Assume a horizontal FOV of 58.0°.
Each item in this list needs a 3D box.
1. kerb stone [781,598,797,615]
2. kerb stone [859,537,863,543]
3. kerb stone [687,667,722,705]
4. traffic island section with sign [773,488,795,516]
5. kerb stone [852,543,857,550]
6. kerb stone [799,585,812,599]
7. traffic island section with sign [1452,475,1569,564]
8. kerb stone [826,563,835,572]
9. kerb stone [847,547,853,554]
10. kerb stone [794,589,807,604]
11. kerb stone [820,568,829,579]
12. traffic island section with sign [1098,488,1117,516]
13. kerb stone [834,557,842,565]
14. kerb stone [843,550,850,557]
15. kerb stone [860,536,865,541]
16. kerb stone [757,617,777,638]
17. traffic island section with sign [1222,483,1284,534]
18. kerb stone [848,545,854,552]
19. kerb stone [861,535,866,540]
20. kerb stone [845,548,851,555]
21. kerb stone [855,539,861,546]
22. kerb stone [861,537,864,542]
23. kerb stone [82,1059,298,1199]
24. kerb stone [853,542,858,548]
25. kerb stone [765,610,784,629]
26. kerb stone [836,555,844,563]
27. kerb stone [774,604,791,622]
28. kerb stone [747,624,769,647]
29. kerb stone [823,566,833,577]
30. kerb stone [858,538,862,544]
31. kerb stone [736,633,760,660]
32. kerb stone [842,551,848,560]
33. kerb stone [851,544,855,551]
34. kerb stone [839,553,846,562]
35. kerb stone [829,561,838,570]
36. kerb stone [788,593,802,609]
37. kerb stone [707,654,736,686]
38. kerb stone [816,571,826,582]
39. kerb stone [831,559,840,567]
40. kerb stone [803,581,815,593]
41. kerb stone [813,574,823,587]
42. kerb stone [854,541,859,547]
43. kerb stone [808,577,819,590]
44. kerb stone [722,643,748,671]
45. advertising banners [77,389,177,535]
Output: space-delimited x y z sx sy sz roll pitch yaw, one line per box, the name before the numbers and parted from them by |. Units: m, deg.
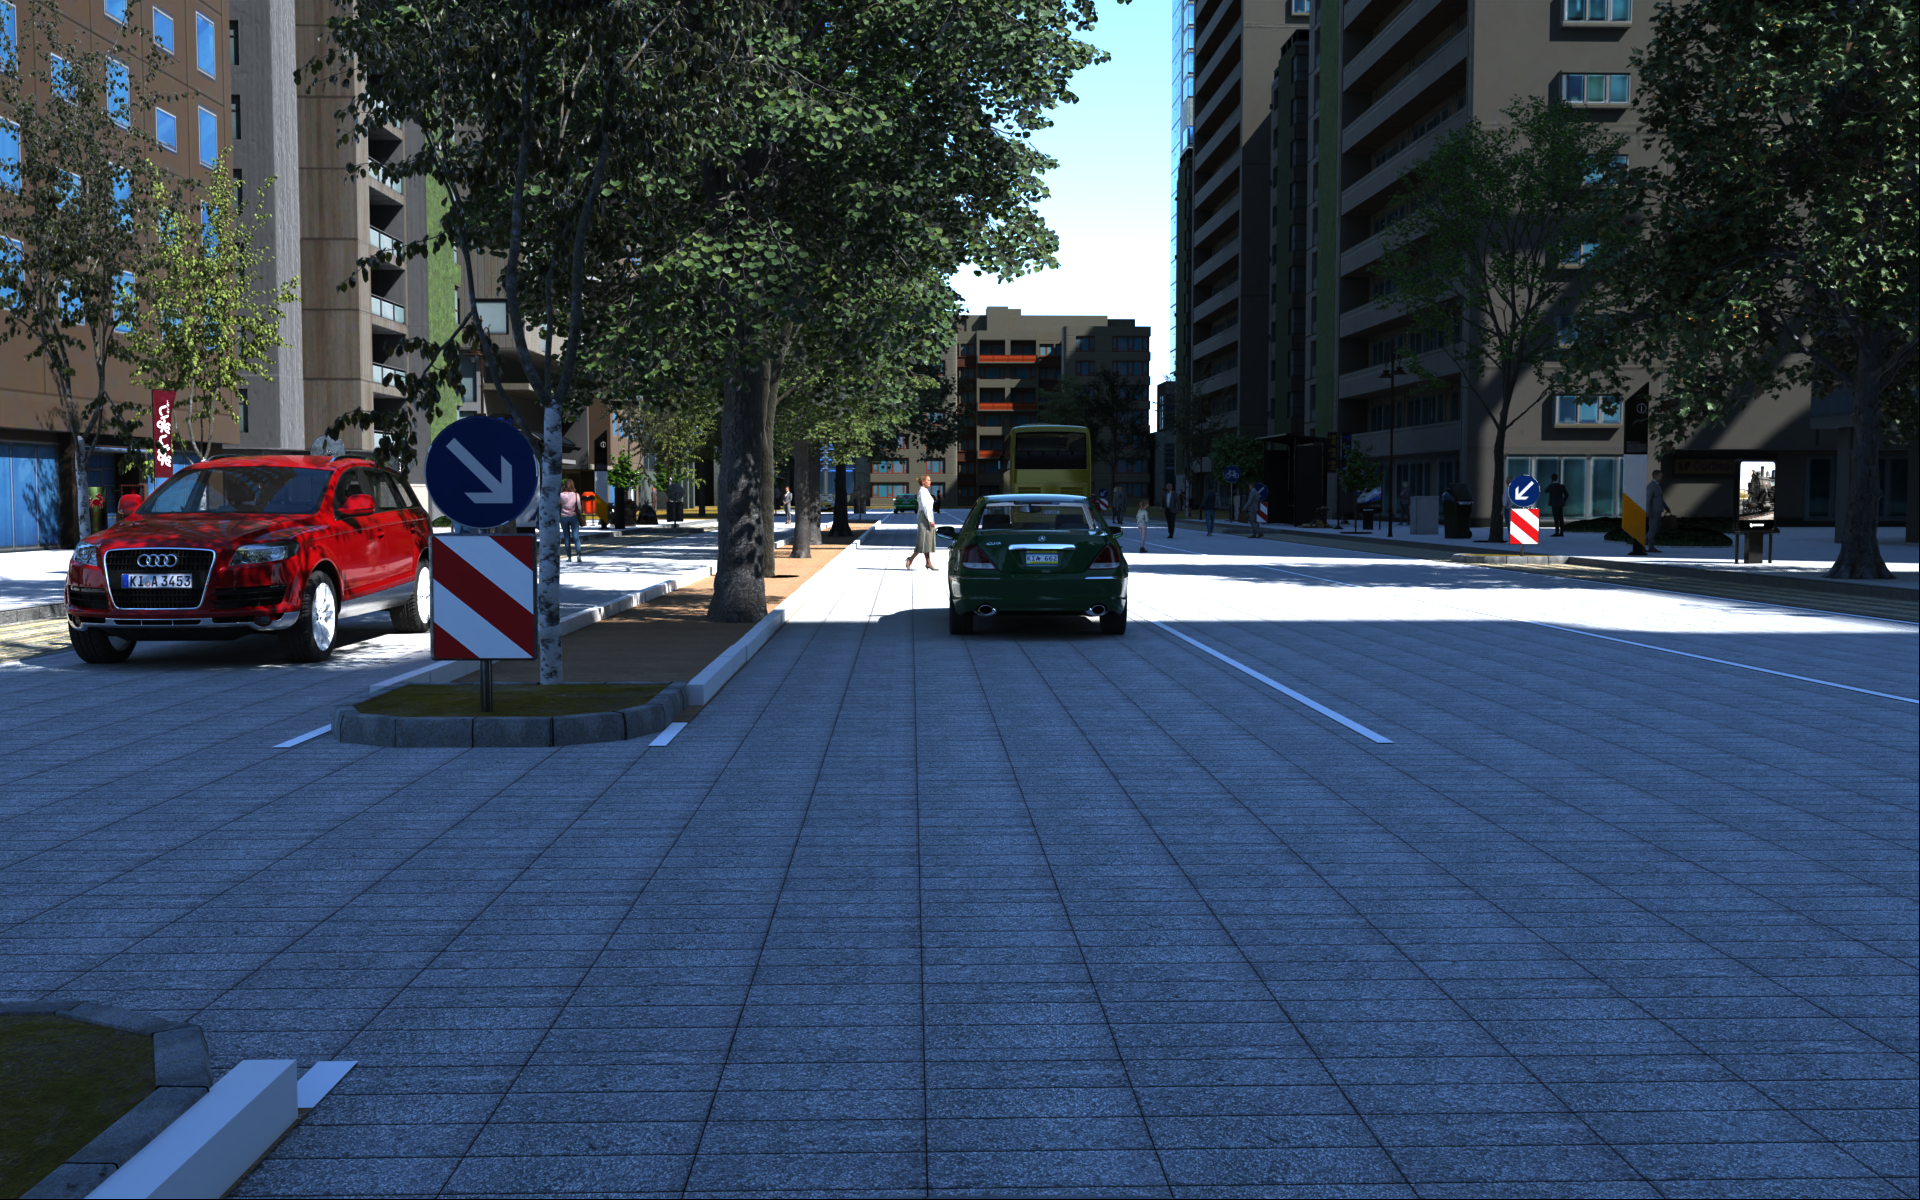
kerb stone | -2.041 0.113 20.344 0.120 0.150 1.000 0 4 -2
kerb stone | -2.841 -1.577 47.975 0.120 0.150 1.000 0 4 -2
kerb stone | -1.800 0.614 12.156 0.120 0.150 1.000 0 4 -2
traffic island section with sign | -11.932 -6.360 112.618 1.989 1.847 2.006 0 4 -2
kerb stone | -2.694 -1.263 42.865 0.120 0.150 1.000 0 4 -2
kerb stone | -2.126 -0.071 23.411 0.120 0.150 1.000 0 4 -2
traffic island section with sign | 11.417 -1.688 36.226 1.989 1.847 2.006 0 4 -2
kerb stone | -2.334 -0.514 30.597 0.120 0.150 1.000 0 4 -2
kerb stone | -2.604 -1.077 39.798 0.120 0.150 1.000 0 4 -2
kerb stone | -2.100 -0.012 22.389 0.120 0.150 1.000 0 4 -2
kerb stone | -2.283 -0.383 28.553 0.120 0.150 1.000 0 4 -2
traffic island section with sign | 9.185 -6.397 113.218 1.989 1.847 2.006 0 4 -2
kerb stone | -2.428 -0.702 33.665 0.120 0.150 1.000 0 4 -2
kerb stone | -2.533 -0.952 37.755 0.120 0.150 1.000 0 4 -2
kerb stone | -2.900 -1.701 50.019 0.120 0.150 1.000 0 4 -2
kerb stone | -1.952 0.301 17.272 0.120 0.150 1.000 0 4 -2
traffic island section with sign | 10.639 -3.336 63.170 1.989 1.847 2.006 0 4 -2
kerb stone | -2.628 -1.139 40.820 0.120 0.150 1.000 0 4 -2
kerb stone | -2.925 -1.764 51.044 0.120 0.150 1.000 0 4 -2
kerb stone | -2.570 -1.014 38.777 0.120 0.150 1.000 0 4 -2
kerb stone | -2.773 -1.451 45.932 0.120 0.150 1.000 0 4 -2
kerb stone | -2.866 -1.637 48.997 0.120 0.150 1.000 0 4 -2
kerb stone | -1.556 1.151 3.447 0.120 0.150 1.000 0 4 -2
kerb stone | -2.713 -1.327 43.888 0.120 0.150 1.000 0 4 -2
kerb stone | -1.988 0.239 18.294 0.120 0.150 1.000 0 4 -2
kerb stone | -2.454 -0.764 34.687 0.120 0.150 1.000 0 4 -2
kerb stone | -2.011 0.176 19.317 0.120 0.150 1.000 0 4 -2
kerb stone | -1.918 0.365 16.250 0.120 0.150 1.000 0 4 -2
kerb stone | -2.301 -0.448 29.576 0.120 0.150 1.000 0 4 -2
kerb stone | -2.807 -1.514 46.953 0.120 0.150 1.000 0 4 -2
kerb stone | -1.883 0.428 15.225 0.120 0.150 1.000 0 4 -2
kerb stone | -2.512 -0.885 36.733 0.120 0.150 1.000 0 4 -2
kerb stone | -2.667 -1.202 41.843 0.120 0.150 1.000 0 4 -2
kerb stone | -2.483 -0.827 35.709 0.120 0.150 1.000 0 4 -2
kerb stone | -2.364 -0.574 31.619 0.120 0.150 1.000 0 4 -2
kerb stone | -2.073 0.053 21.366 0.120 0.150 1.000 0 4 -2
kerb stone | -1.834 0.552 13.178 0.120 0.150 1.000 0 4 -2
kerb stone | -2.249 -0.326 27.521 0.120 0.150 1.000 0 4 -2
kerb stone | -2.394 -0.639 32.644 0.120 0.150 1.000 0 4 -2
kerb stone | -2.164 -0.137 24.437 0.120 0.150 1.000 0 4 -2
kerb stone | -2.217 -0.263 26.489 0.120 0.150 1.000 0 4 -2
kerb stone | -2.751 -1.389 44.909 0.120 0.150 1.000 0 4 -2
kerb stone | -2.190 -0.200 25.459 0.120 0.150 1.000 0 4 -2
kerb stone | -1.863 0.489 14.203 0.120 0.150 1.000 0 4 -2
advertising banners | -13.579 -1.967 28.341 0.090 3.025 2.074 1 4 20
